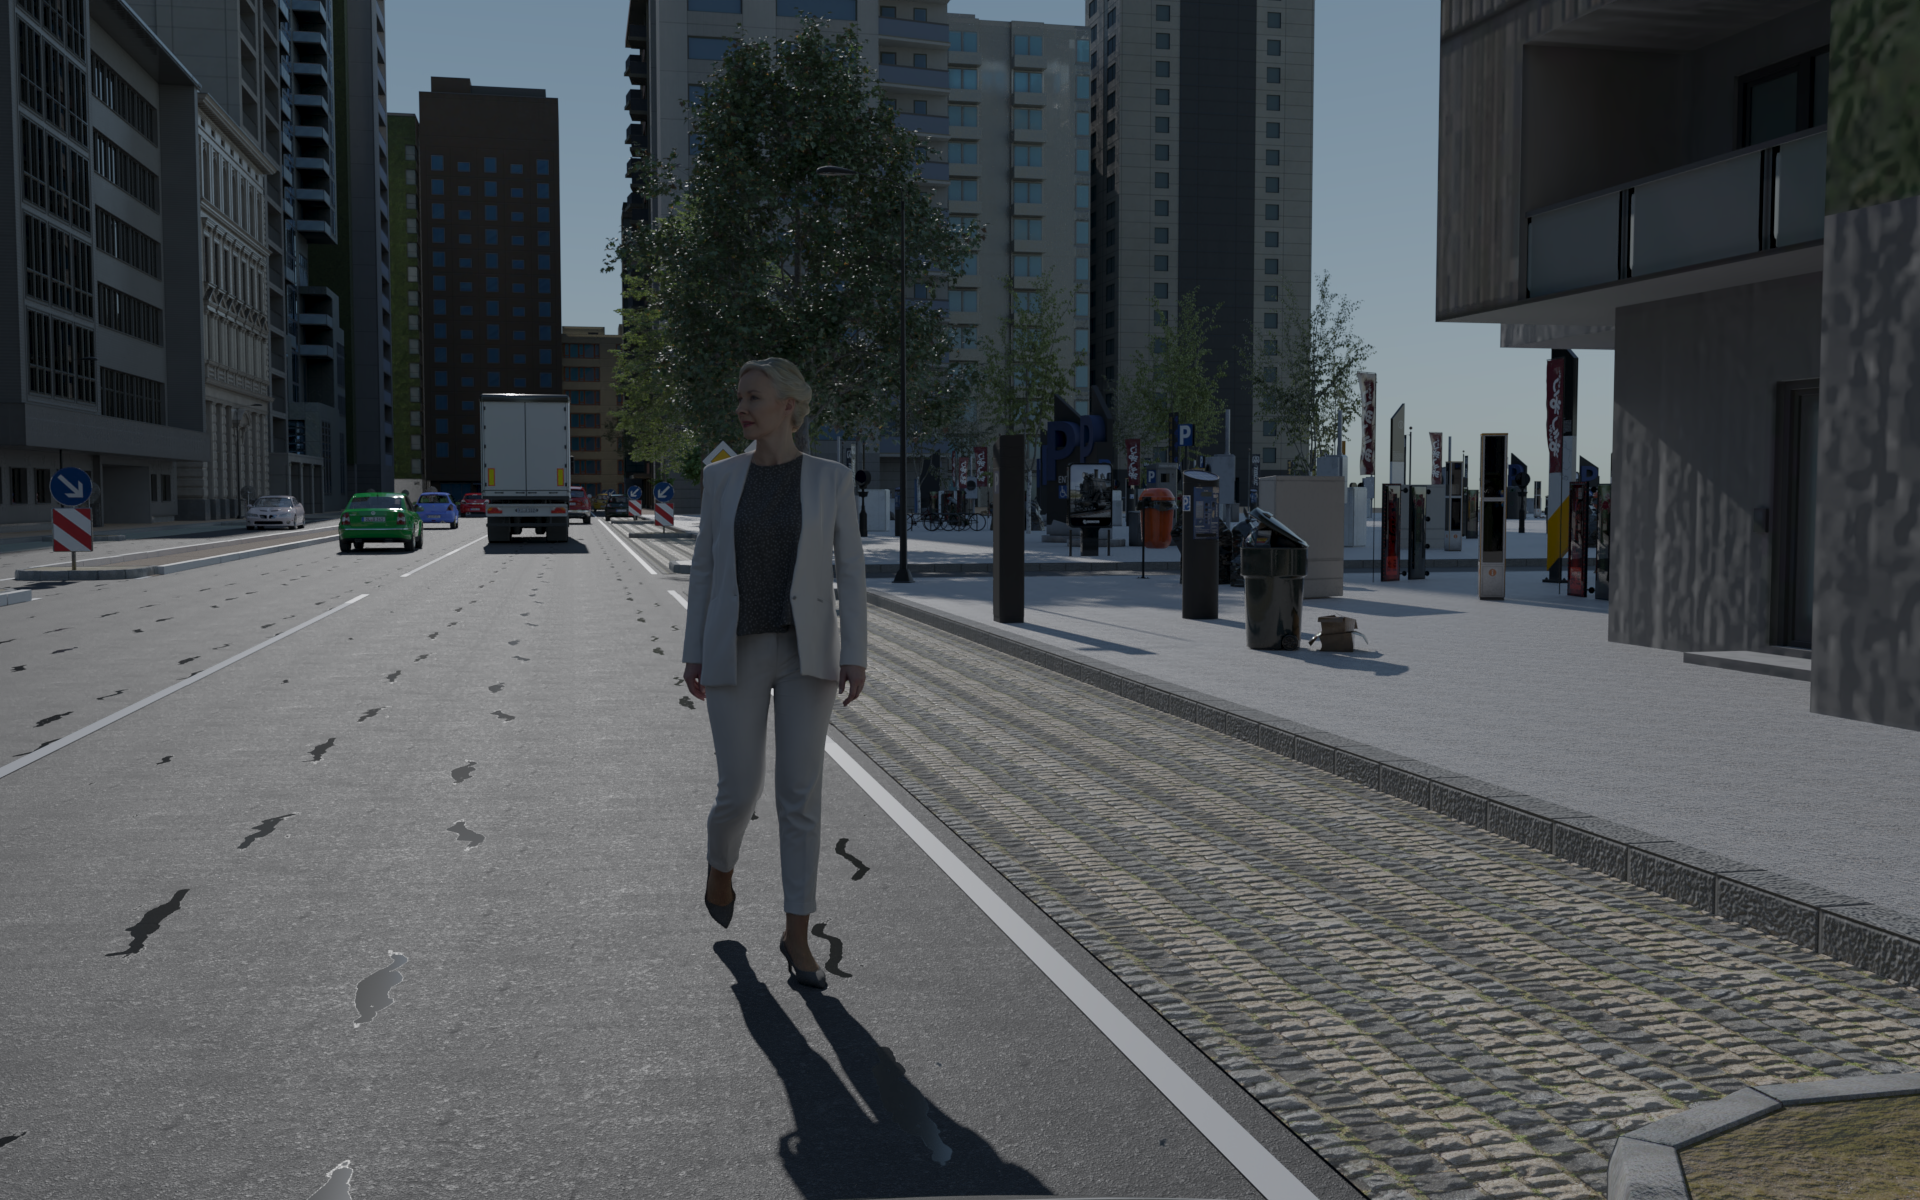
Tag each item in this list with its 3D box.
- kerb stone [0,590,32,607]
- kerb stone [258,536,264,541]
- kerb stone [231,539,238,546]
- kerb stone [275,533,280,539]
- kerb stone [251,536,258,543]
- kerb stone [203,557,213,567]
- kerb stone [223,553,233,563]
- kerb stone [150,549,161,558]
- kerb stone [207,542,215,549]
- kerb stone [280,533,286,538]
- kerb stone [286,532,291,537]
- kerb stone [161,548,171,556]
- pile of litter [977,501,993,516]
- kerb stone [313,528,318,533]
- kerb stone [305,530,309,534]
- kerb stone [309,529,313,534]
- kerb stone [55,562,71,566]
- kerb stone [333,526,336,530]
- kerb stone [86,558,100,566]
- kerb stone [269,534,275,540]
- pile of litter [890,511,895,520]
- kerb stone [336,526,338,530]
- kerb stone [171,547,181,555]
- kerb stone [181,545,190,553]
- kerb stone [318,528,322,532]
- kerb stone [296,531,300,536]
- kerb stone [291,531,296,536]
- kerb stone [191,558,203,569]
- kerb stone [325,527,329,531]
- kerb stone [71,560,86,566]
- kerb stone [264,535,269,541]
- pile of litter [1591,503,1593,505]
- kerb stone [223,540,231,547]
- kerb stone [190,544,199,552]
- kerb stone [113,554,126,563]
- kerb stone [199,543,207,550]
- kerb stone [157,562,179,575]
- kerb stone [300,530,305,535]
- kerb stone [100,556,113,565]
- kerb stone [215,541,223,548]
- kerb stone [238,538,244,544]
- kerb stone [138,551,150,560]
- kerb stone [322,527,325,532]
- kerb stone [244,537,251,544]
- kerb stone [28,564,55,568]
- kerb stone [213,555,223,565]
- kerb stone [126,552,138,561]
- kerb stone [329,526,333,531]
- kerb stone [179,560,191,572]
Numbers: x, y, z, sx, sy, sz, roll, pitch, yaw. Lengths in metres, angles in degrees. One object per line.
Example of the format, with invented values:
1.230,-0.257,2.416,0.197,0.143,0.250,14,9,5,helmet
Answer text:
-12.423,-0.033,22.772,0.120,0.150,1.000,-1,4,-13,kerb stone
-21.096,-1.817,51.897,0.120,0.150,1.000,-1,4,-13,kerb stone
-20.197,-1.566,47.894,0.120,0.150,1.000,-1,4,-13,kerb stone
-21.775,-2.001,54.906,0.120,0.150,1.000,-1,4,-13,kerb stone
-20.869,-1.756,50.899,0.120,0.150,1.000,-1,4,-13,kerb stone
-15.011,-0.736,34.303,0.120,0.150,1.000,-1,4,-13,kerb stone
-15.451,-0.862,36.300,0.120,0.150,1.000,-1,4,-13,kerb stone
-18.177,-1.014,38.870,0.120,0.150,1.000,-1,4,-13,kerb stone
-19.526,-1.387,44.878,0.120,0.150,1.000,-1,4,-13,kerb stone
-21.989,-2.062,55.905,0.120,0.150,1.000,-1,4,-13,kerb stone
-22.218,-2.123,56.902,0.120,0.150,1.000,-1,4,-13,kerb stone
-18.401,-1.081,39.871,0.120,0.150,1.000,-1,4,-13,kerb stone
1.690,-5.380,101.921,1.719,0.858,1.176,-2,4,-30,pile of litter
-23.561,-2.490,62.915,0.120,0.150,1.000,-1,4,-13,kerb stone
-23.110,-2.360,60.907,0.120,0.150,1.000,-1,4,-13,kerb stone
-23.343,-2.422,61.904,0.120,0.150,1.000,-1,4,-13,kerb stone
-16.606,-0.590,31.848,0.120,0.150,1.000,-1,4,-13,kerb stone
-24.688,-2.796,67.910,0.120,0.150,1.000,-1,4,-13,kerb stone
-17.052,-0.713,33.847,0.120,0.150,1.000,-1,4,-13,kerb stone
-21.541,-1.933,53.894,0.120,0.150,1.000,-1,4,-13,kerb stone
-3.827,-4.324,84.666,1.719,0.858,1.176,0,4,4,pile of litter
-24.897,-2.857,68.911,0.120,0.150,1.000,-1,4,-13,kerb stone
-18.630,-1.141,40.868,0.120,0.150,1.000,-1,4,-13,kerb stone
-18.857,-1.204,41.879,0.120,0.150,1.000,-1,4,-13,kerb stone
-23.785,-2.544,63.913,0.120,0.150,1.000,-1,4,-13,kerb stone
-22.667,-2.244,58.901,0.120,0.150,1.000,-1,4,-13,kerb stone
-22.443,-2.184,57.903,0.120,0.150,1.000,-1,4,-13,kerb stone
-14.786,-0.680,33.306,0.120,0.150,1.000,-1,4,-13,kerb stone
-24.237,-2.674,65.913,0.120,0.150,1.000,-1,4,-13,kerb stone
-16.836,-0.648,32.848,0.120,0.150,1.000,-1,4,-13,kerb stone
-21.320,-1.878,52.895,0.120,0.150,1.000,-1,4,-13,kerb stone
41.993,-6.140,114.357,1.176,0.858,1.719,-3,5,-42,pile of litter
-19.975,-1.510,46.887,0.120,0.150,1.000,-1,4,-13,kerb stone
-19.082,-1.265,42.876,0.120,0.150,1.000,-1,4,-13,kerb stone
-17.502,-0.825,35.842,0.120,0.150,1.000,-1,4,-13,kerb stone
-19.297,-1.326,43.875,0.120,0.150,1.000,-1,4,-13,kerb stone
-14.329,-0.557,31.297,0.120,0.150,1.000,-1,4,-13,kerb stone
-22.884,-2.305,59.901,0.120,0.150,1.000,-1,4,-13,kerb stone
-17.284,-0.769,34.843,0.120,0.150,1.000,-1,4,-13,kerb stone
-19.750,-1.449,45.890,0.120,0.150,1.000,-1,4,-13,kerb stone
-20.435,-1.633,48.901,0.120,0.150,1.000,-1,4,-13,kerb stone
-17.957,-0.958,37.864,0.120,0.150,1.000,-1,4,-13,kerb stone
-24.018,-2.610,64.910,0.120,0.150,1.000,-1,4,-13,kerb stone
-20.651,-1.690,49.901,0.120,0.150,1.000,-1,4,-13,kerb stone
-16.387,-0.526,30.850,0.120,0.150,1.000,-1,4,-13,kerb stone
-15.237,-0.799,35.300,0.120,0.150,1.000,-1,4,-13,kerb stone
-17.729,-0.897,36.854,0.120,0.150,1.000,-1,4,-13,kerb stone
-24.457,-2.731,66.914,0.120,0.150,1.000,-1,4,-13,kerb stone
-14.559,-0.618,32.306,0.120,0.150,1.000,-1,4,-13,kerb stone
